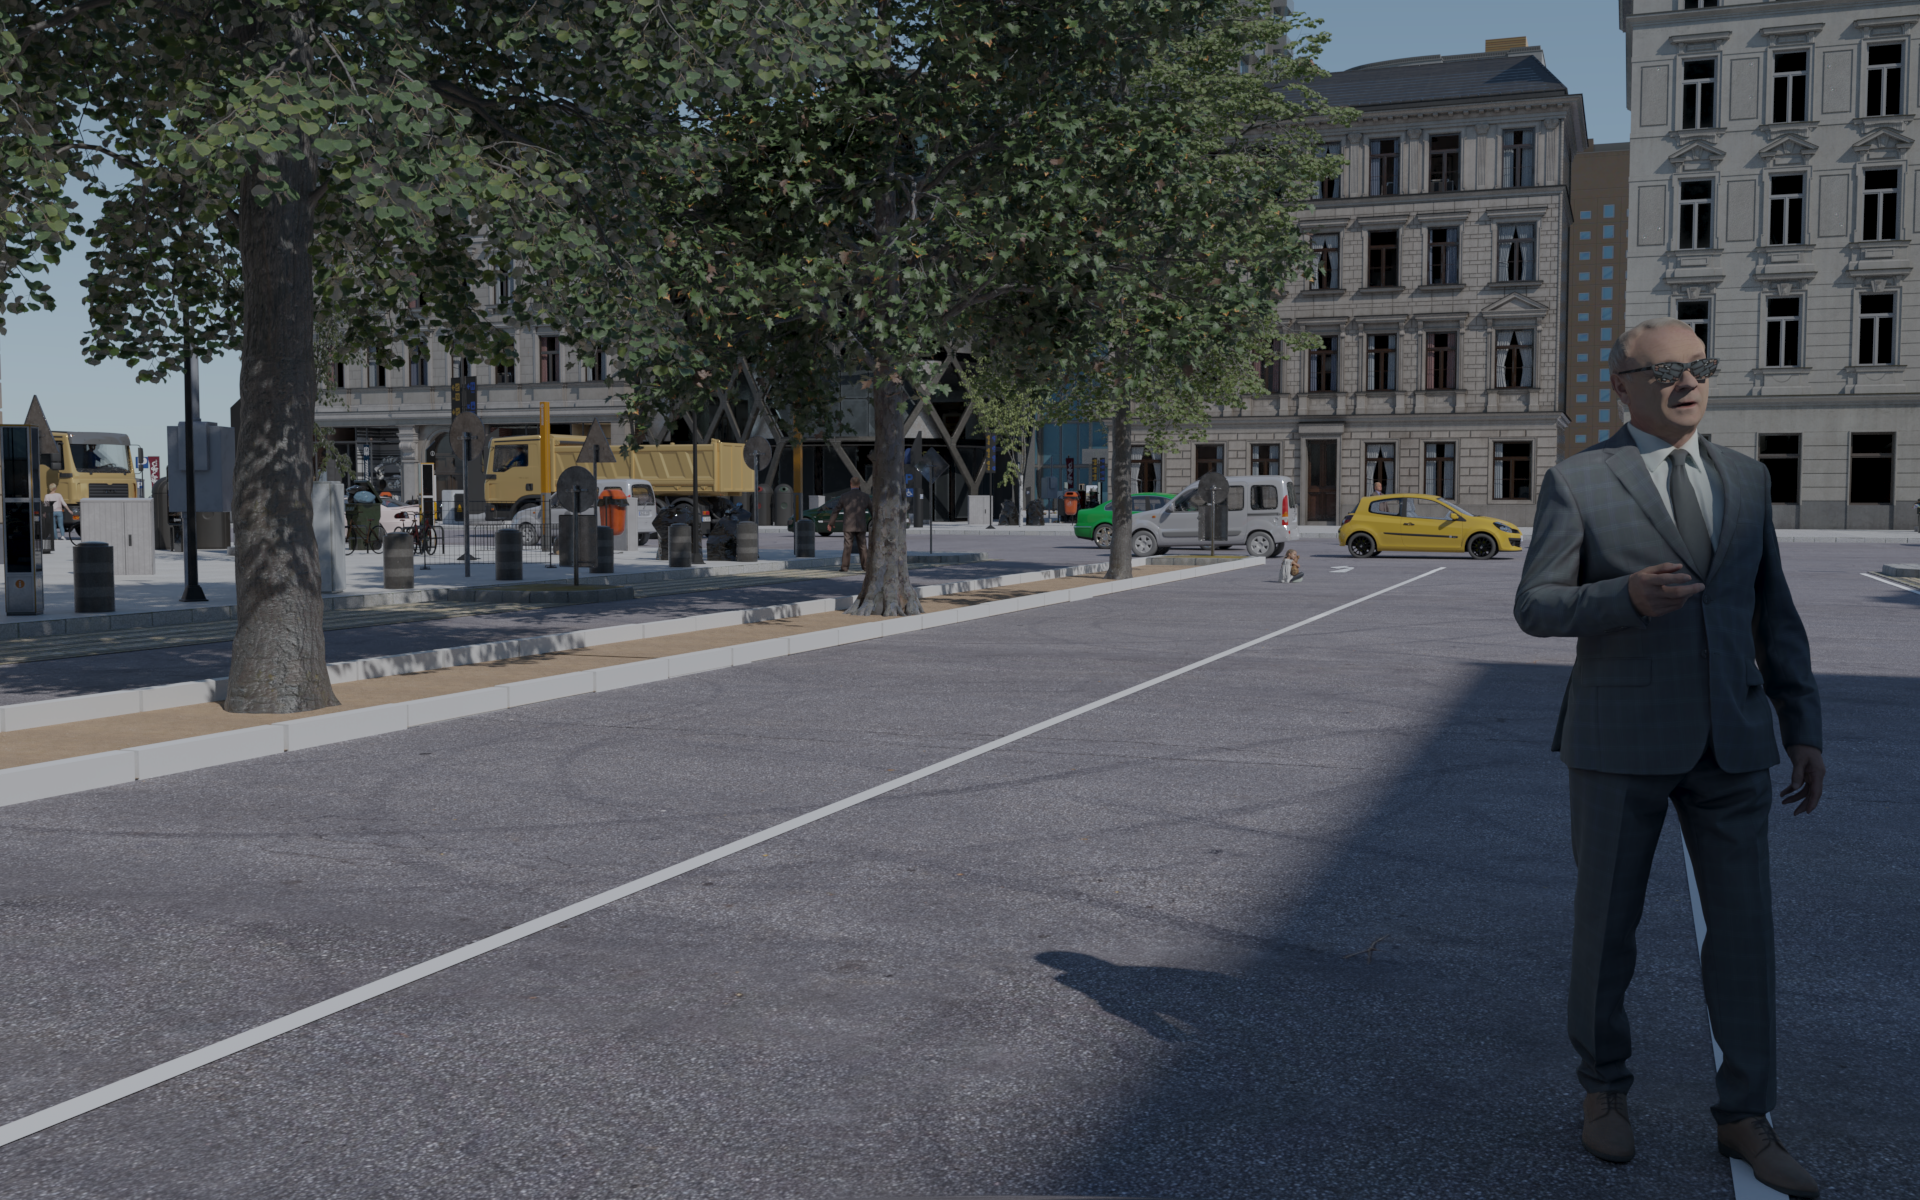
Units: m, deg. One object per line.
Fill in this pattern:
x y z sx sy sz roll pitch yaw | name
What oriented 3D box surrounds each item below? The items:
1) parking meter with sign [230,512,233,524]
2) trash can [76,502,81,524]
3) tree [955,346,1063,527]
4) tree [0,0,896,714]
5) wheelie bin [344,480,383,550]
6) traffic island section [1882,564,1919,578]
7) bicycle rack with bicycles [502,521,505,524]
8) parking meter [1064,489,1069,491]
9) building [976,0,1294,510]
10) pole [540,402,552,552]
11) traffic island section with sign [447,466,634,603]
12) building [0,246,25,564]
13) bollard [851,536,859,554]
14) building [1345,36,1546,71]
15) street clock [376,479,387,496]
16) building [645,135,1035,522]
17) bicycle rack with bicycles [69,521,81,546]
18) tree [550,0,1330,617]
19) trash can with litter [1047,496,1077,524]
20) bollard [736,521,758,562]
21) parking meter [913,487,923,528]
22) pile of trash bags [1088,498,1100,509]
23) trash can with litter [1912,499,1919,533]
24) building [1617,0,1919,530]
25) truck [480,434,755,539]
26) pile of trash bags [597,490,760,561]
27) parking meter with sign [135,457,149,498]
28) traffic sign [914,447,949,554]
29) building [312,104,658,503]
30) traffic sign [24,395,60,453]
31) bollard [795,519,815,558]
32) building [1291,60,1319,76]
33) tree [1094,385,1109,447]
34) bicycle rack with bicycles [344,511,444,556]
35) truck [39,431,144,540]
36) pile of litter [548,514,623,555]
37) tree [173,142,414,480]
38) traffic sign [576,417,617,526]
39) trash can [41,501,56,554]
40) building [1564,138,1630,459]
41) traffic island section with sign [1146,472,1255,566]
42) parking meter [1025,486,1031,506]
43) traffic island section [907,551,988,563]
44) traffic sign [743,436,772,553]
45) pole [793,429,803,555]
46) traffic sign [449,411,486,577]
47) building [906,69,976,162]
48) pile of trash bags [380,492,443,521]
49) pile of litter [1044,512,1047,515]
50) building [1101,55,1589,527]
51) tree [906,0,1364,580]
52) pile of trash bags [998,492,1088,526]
-31.926 -4.820 75.070 1.738 3.016 0.543 2 4 28 | parking meter with sign
-16.251 -1.286 32.672 0.748 1.137 0.748 0 3 0 | trash can
2.129 -7.133 66.983 4.737 8.622 4.395 0 3 0 | tree
-4.531 -6.246 11.234 9.857 13.997 8.962 0 3 0 | tree
-13.659 -1.941 39.640 0.980 1.594 0.693 3 5 41 | wheelie bin
17.350 -0.488 30.255 2.009 0.180 2.903 1 4 21 | traffic island section
-19.109 -3.669 73.373 2.852 0.926 2.925 0 4 4 | bicycle rack with bicycles
5.717 -5.210 93.587 0.372 1.533 0.369 0 3 0 | parking meter
15.070 -32.104 144.516 23.786 49.044 30.456 1 4 21 | building
-9.173 -2.721 38.334 0.158 3.312 0.155 0 3 0 | pole
-5.547 -0.913 23.561 1.989 1.847 2.006 1 4 21 | traffic island section with sign
-28.683 -14.847 28.653 20.117 28.700 13.634 1 4 21 | building
-2.242 -1.390 37.437 0.404 0.777 0.398 0 3 0 | bollard
62.657 -42.109 230.482 28.212 58.520 21.231 1 4 21 | building
-28.240 -4.893 84.576 0.358 2.002 0.471 2 4 32 | street clock
-5.093 -13.249 84.070 16.811 18.784 16.820 1 4 21 | building
-20.166 -1.769 42.306 2.925 0.926 2.852 -3 5 -40 | bicycle rack with bicycles
-0.816 -6.171 20.363 9.611 12.733 9.660 0 3 0 | tree
4.585 -3.950 75.639 1.678 1.210 2.233 -2 4 -33 | trash can with litter
-4.032 -1.106 32.796 0.404 0.777 0.398 0 3 0 | bollard
-1.593 -3.527 66.079 0.372 1.533 0.369 0 3 0 | parking meter
5.562 -4.336 80.652 1.912 1.369 3.447 0 4 -6 | pile of trash bags
31.685 -2.771 56.690 1.055 1.170 0.624 -3 4 -38 | trash can with litter
47.567 -17.562 63.560 44.131 29.872 17.030 1 4 21 | building
-11.567 -3.712 56.622 9.791 3.379 3.469 1 4 21 | truck
-5.623 -1.499 34.266 3.447 1.369 1.912 1 4 17 | pile of trash bags
-38.616 -5.211 81.464 0.543 3.016 1.738 -3 4 -36 | parking meter with sign
-0.619 -2.048 37.127 0.795 2.450 0.064 1 4 21 | traffic sign
-32.633 -14.758 92.200 40.483 20.767 10.553 1 4 21 | building
-12.102 -1.387 22.685 0.884 2.594 0.081 2 4 27 | traffic sign
-3.138 -1.248 35.115 0.404 0.777 0.398 0 3 0 | bollard
23.361 -31.788 174.352 28.867 44.769 22.147 1 4 21 | building
9.282 -8.760 93.584 4.360 8.622 3.978 0 3 0 | tree
-11.917 -1.410 36.435 2.852 0.926 2.925 1 4 12 | bicycle rack with bicycles
-29.751 -3.568 54.253 9.791 3.379 3.469 1 4 20 | truck
-7.977 -1.406 36.956 1.719 0.858 1.176 -2 4 -26 | pile of litter
-11.720 -4.898 30.447 4.360 8.622 3.978 0 3 0 | tree
-6.190 -1.798 29.402 0.884 2.594 0.081 2 4 30 | traffic sign
-19.717 -1.553 37.040 0.748 1.137 0.748 0 3 0 | trash can
82.227 -34.860 220.065 14.200 45.320 14.600 1 4 21 | building
5.013 -1.660 35.271 2.006 1.907 1.989 1 4 21 | traffic island section with sign
5.213 -7.749 132.410 0.399 1.863 0.255 1 4 15 | parking meter
-0.644 -0.912 37.198 2.009 0.180 2.903 1 4 21 | traffic island section
-4.441 -2.303 37.767 0.768 2.556 0.104 2 4 30 | traffic sign
-3.415 -2.610 36.516 0.158 3.312 0.155 0 3 0 | pole
-7.628 -1.630 26.755 0.768 2.556 0.104 2 4 30 | traffic sign
-0.332 -34.289 184.325 21.600 48.544 21.300 1 4 21 | building
-25.650 -4.409 81.847 3.447 1.369 1.912 -1 4 -16 | pile of trash bags
4.771 -5.664 106.577 1.176 0.858 1.719 0 4 0 | pile of litter
16.223 -12.784 73.648 19.286 19.102 10.561 1 4 21 | building
2.731 -6.632 29.013 7.486 12.596 7.792 0 3 0 | tree
3.164 -3.714 70.480 3.447 1.369 1.912 1 4 20 | pile of trash bags
